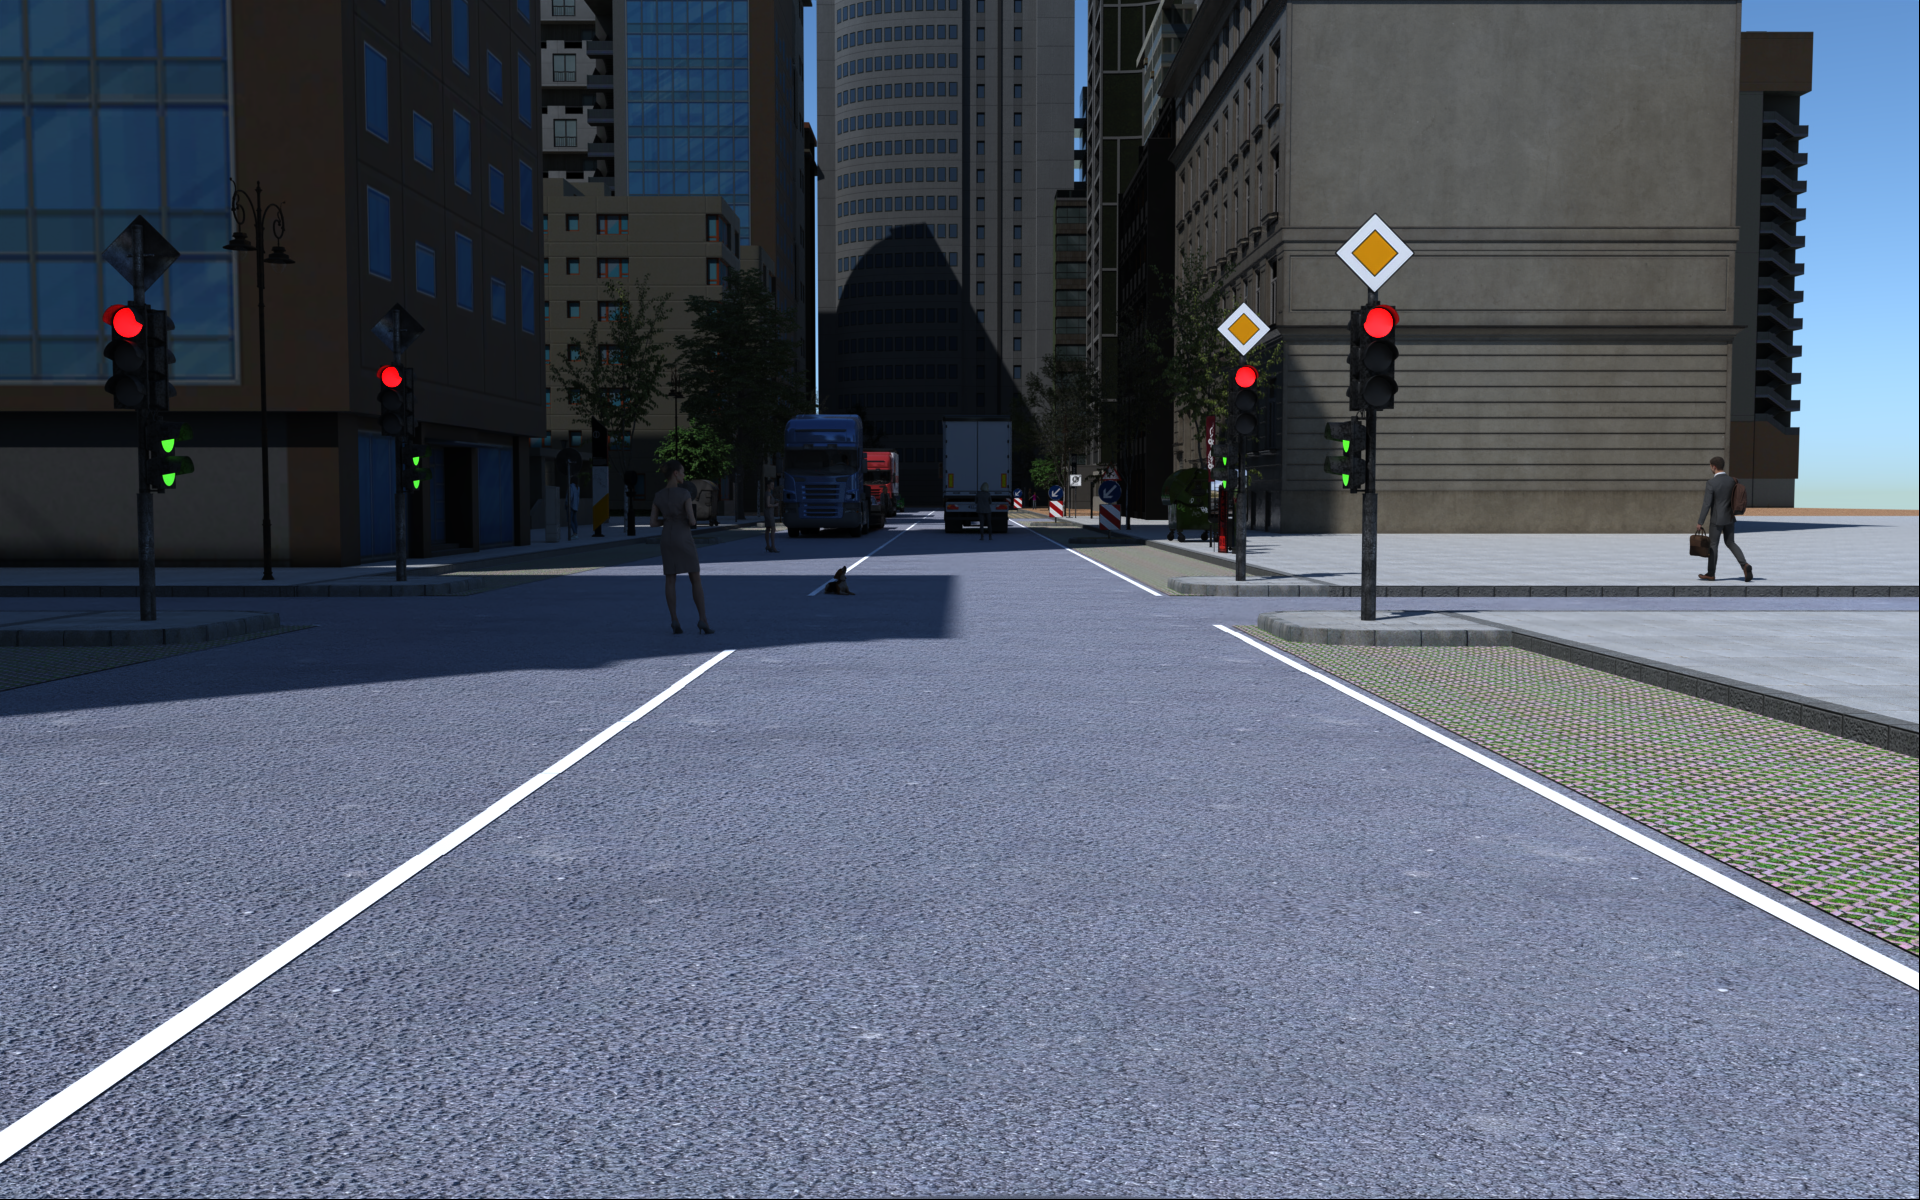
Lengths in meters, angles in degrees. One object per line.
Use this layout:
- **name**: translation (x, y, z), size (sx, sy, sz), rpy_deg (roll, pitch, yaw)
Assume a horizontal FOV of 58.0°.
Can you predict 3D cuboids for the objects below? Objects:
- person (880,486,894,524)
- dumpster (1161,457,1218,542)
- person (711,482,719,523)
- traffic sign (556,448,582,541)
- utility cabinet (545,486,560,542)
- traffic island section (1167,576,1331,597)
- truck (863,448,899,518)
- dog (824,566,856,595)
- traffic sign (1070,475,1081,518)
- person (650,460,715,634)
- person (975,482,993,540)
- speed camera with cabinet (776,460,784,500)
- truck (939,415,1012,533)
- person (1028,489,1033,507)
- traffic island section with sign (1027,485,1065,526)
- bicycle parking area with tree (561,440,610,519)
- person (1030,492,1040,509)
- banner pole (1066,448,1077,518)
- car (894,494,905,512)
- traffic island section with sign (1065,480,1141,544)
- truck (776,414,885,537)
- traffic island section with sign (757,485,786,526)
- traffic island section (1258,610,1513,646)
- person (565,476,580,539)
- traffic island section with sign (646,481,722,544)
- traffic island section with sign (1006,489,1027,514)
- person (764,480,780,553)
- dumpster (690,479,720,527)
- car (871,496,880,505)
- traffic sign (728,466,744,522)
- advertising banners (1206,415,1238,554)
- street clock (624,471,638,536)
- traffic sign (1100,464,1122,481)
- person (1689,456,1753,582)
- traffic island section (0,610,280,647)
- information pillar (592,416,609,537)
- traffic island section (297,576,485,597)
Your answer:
- **person**: translation (-3.556, -4.579, 83.556), size (0.709, 1.800, 0.728), rpy_deg (-2, 4, -30)
- **dumpster**: translation (6.278, -2.700, 46.631), size (1.502, 2.255, 1.985), rpy_deg (0, 3, 0)
- **person**: translation (-10.707, -4.243, 75.523), size (0.391, 1.810, 0.635), rpy_deg (-1, 4, -18)
- **traffic sign**: translation (-10.749, -2.905, 47.598), size (0.768, 2.556, 0.104), rpy_deg (1, 4, 8)
- **utility cabinet**: translation (-10.881, -2.302, 46.311), size (0.318, 1.500, 1.173), rpy_deg (-1, 4, -8)
- **traffic island section**: translation (4.169, -0.203, 25.595), size (2.009, 0.180, 2.903), rpy_deg (0, 3, 0)
- **truck**: translation (-5.276, -7.318, 108.560), size (2.839, 4.237, 11.283), rpy_deg (0, 3, 0)
- **dog**: translation (-1.695, -0.287, 24.879), size (0.550, 0.427, 0.748), rpy_deg (1, 4, 11)
- **traffic sign**: translation (6.133, -5.487, 91.843), size (0.606, 2.300, 0.079), rpy_deg (0, 4, 8)
- **person**: translation (-2.850, -0.545, 17.753), size (0.599, 1.781, 0.374), rpy_deg (1, 4, 19)
- **person**: translation (0.732, -2.766, 53.912), size (0.537, 1.800, 0.526), rpy_deg (1, 4, 11)
- **speed camera with cabinet**: translation (-10.147, -6.441, 99.650), size (0.660, 3.252, 2.038), rpy_deg (0, 4, 2)
- **truck**: translation (0.572, -4.785, 67.156), size (2.839, 4.237, 11.283), rpy_deg (0, 4, 0)
- **person**: translation (7.021, -10.197, 172.897), size (0.705, 1.807, 1.348), rpy_deg (-1, 4, -20)
- **traffic island section with sign**: translation (4.148, -4.216, 77.560), size (1.989, 1.847, 2.006), rpy_deg (0, 3, 0)
- **bicycle parking area with tree**: translation (-22.811, -6.295, 89.925), size (8.231, 4.147, 9.016), rpy_deg (-2, 4, -28)
- **person**: translation (6.207, -8.268, 144.446), size (0.991, 1.433, 0.599), rpy_deg (-1, 4, -16)
- **banner pole**: translation (6.107, -6.373, 94.210), size (0.401, 3.779, 0.863), rpy_deg (3, 5, 42)
- **car**: translation (-5.326, -7.824, 136.717), size (1.959, 1.807, 4.718), rpy_deg (0, 3, 0)
- **traffic island section with sign**: translation (4.168, -2.542, 50.193), size (1.989, 1.847, 2.006), rpy_deg (0, 3, 0)
- **truck**: translation (-4.442, -4.565, 64.395), size (2.967, 4.110, 18.799), rpy_deg (0, 4, 0)
- **traffic island section with sign**: translation (-7.965, -4.191, 77.153), size (1.989, 1.847, 2.006), rpy_deg (0, 3, 0)
- **traffic island section**: translation (4.173, 0.286, 17.610), size (2.009, 0.180, 2.903), rpy_deg (0, 3, 0)
- **person**: translation (-10.984, -2.622, 49.179), size (0.793, 1.790, 0.793), rpy_deg (-1, 4, -20)
- **traffic island section with sign**: translation (-7.952, -2.542, 50.197), size (1.989, 1.847, 2.006), rpy_deg (0, 3, 0)
- **traffic island section with sign**: translation (4.129, -7.282, 127.692), size (1.989, 1.847, 2.006), rpy_deg (0, 3, 0)
- **person**: translation (-4.639, -2.066, 42.623), size (0.374, 1.781, 0.599), rpy_deg (-1, 4, -13)
- **dumpster**: translation (-10.323, -3.868, 69.007), size (1.264, 1.857, 1.865), rpy_deg (0, 3, 0)
- **car**: translation (-5.409, -5.159, 96.714), size (2.083, 1.381, 4.827), rpy_deg (0, 4, -1)
- **traffic sign**: translation (-10.186, -4.809, 78.739), size (0.768, 2.556, 0.104), rpy_deg (0, 4, 4)
- **advertising banners**: translation (5.749, -2.539, 37.697), size (0.090, 3.025, 2.074), rpy_deg (-1, 4, -14)
- **street clock**: translation (-10.117, -2.979, 53.270), size (0.358, 2.002, 0.471), rpy_deg (1, 4, 18)
- **traffic sign**: translation (6.024, -4.236, 69.255), size (0.884, 2.594, 0.081), rpy_deg (0, 4, 4)
- **person**: translation (11.176, -1.185, 25.389), size (0.622, 1.834, 0.822), rpy_deg (-1, 4, -23)
- **traffic island section**: translation (-8.268, 0.286, 17.609), size (2.009, 0.180, 2.903), rpy_deg (0, 3, 0)
- **information pillar**: translation (-10.775, -3.699, 51.838), size (0.504, 3.616, 0.183), rpy_deg (0, 4, 8)
- **traffic island section**: translation (-8.272, -0.203, 25.594), size (2.009, 0.180, 2.903), rpy_deg (0, 3, 0)
